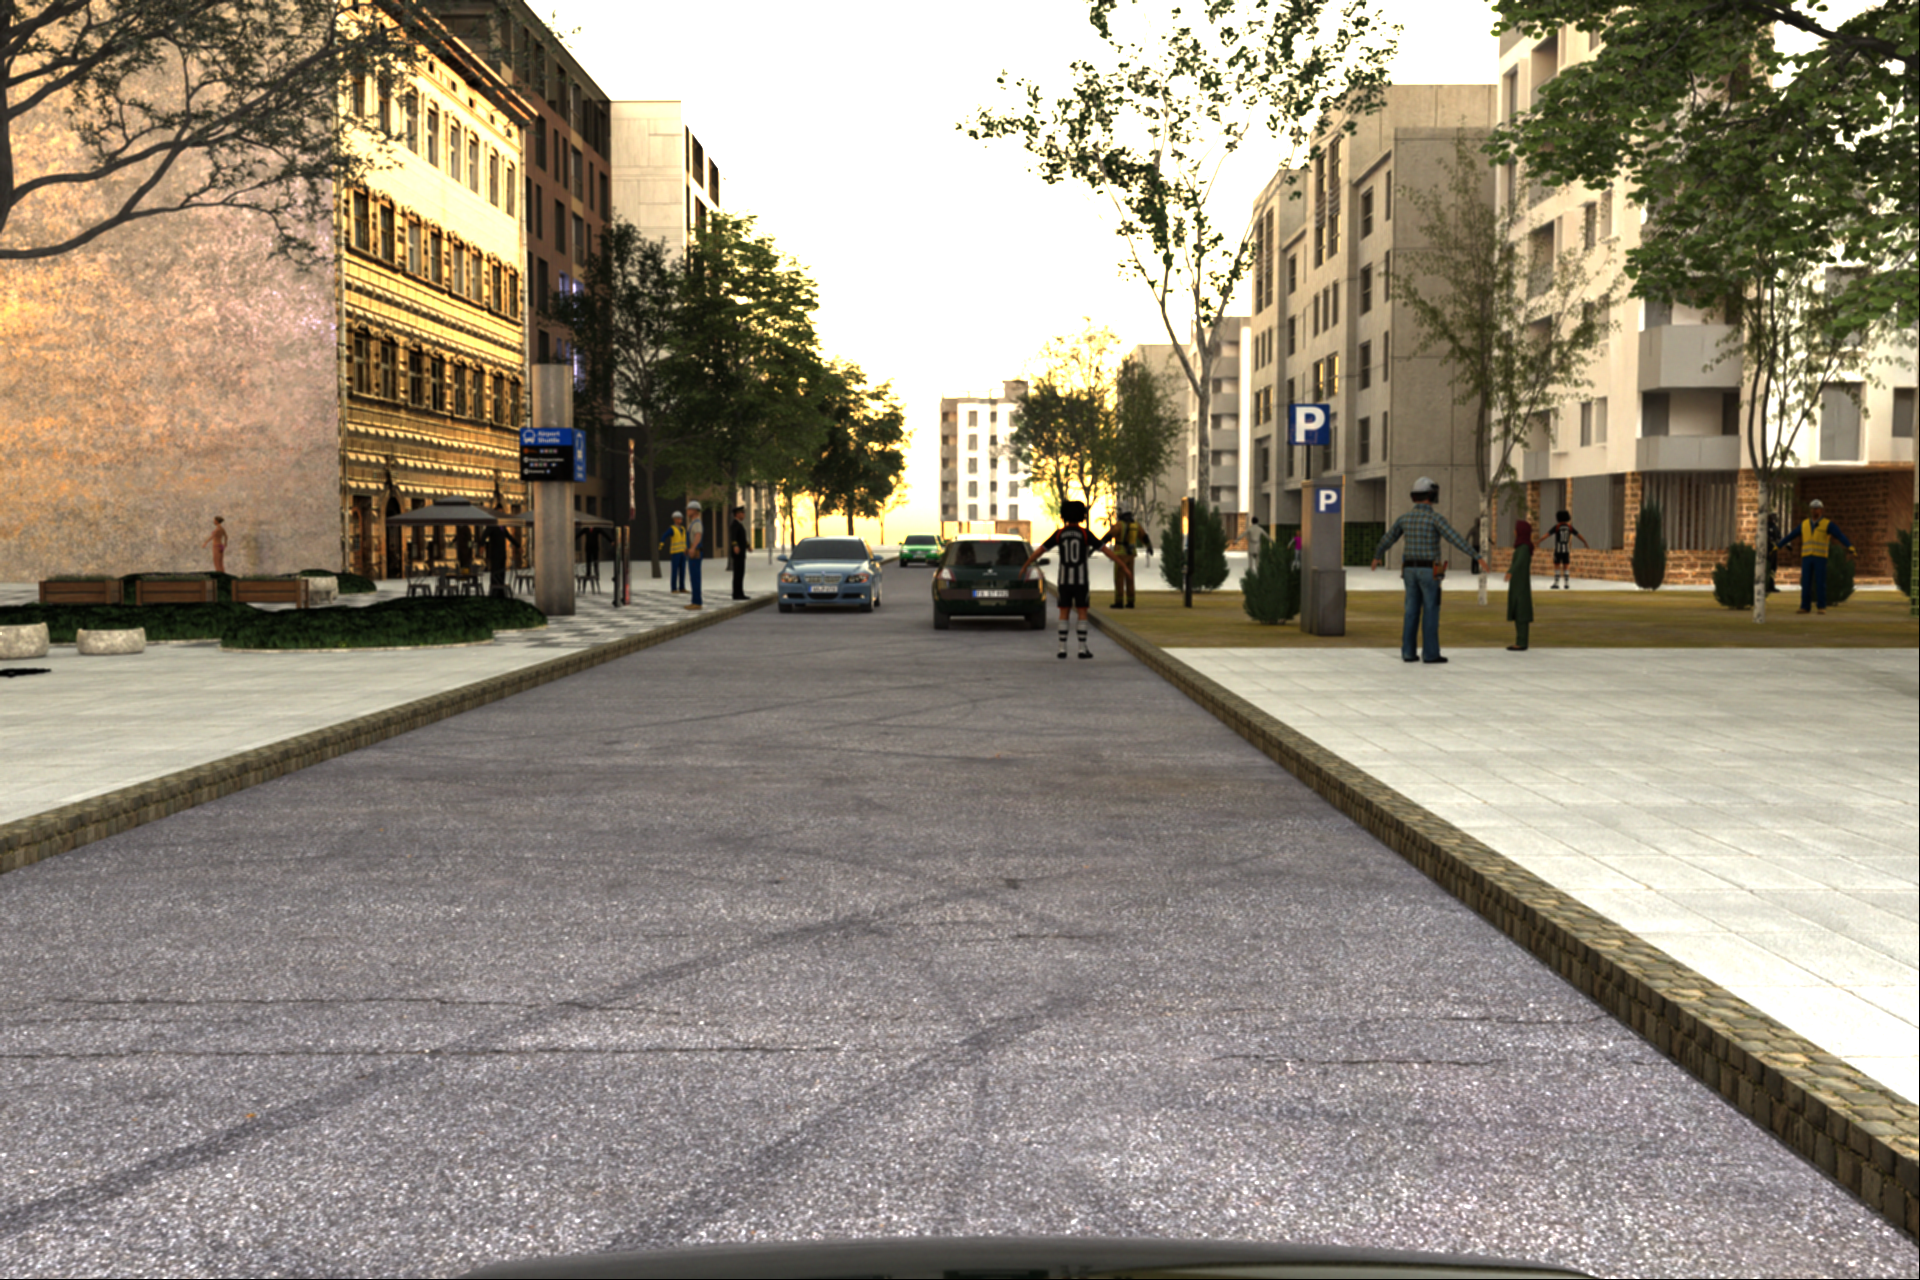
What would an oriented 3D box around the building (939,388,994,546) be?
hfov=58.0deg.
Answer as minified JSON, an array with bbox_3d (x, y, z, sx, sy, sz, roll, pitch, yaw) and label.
[{"bbox_3d":[-2.391,-21.910,217.104,11.380,20.090,16.016,0,4,6],"label":"building"}]

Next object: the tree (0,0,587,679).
[{"bbox_3d":[-9.001,-6.411,15.198,12.009,13.543,11.850,0,3,0],"label":"tree"}]

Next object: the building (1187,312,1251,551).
[{"bbox_3d":[24.551,-17.767,146.903,16.016,20.090,11.380,0,4,1],"label":"building"}]

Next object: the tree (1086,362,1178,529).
[{"bbox_3d":[7.414,-7.597,74.570,4.737,8.622,4.395,0,3,0],"label":"tree"}]

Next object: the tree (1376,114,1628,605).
[{"bbox_3d":[9.282,-4.950,31.292,4.360,8.622,3.978,0,3,0],"label":"tree"}]

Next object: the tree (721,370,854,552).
[{"bbox_3d":[-8.929,-9.491,89.585,7.601,10.594,8.767,0,4,0],"label":"tree"}]

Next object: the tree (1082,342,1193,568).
[{"bbox_3d":[7.338,-7.067,65.910,4.360,8.622,3.978,0,3,0],"label":"tree"}]

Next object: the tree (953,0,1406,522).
[{"bbox_3d":[5.986,-12.030,52.575,12.611,20.169,13.585,0,3,0],"label":"tree"}]

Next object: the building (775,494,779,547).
[{"bbox_3d":[-23.230,-14.537,179.829,9.099,9.664,28.070,0,4,0],"label":"building"}]

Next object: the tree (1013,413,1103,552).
[{"bbox_3d":[7.477,-12.084,123.326,9.928,11.665,9.643,0,3,0],"label":"tree"}]

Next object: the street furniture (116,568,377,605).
[{"bbox_3d":[-14.826,-1.175,34.832,5.734,0.657,10.072,-1,4,-16],"label":"street furniture"}]

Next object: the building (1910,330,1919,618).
[{"bbox_3d":[23.067,-8.808,10.475,16.747,18.905,31.486,0,3,0],"label":"building"}]

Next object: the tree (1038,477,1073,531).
[{"bbox_3d":[11.659,-15.910,210.488,4.737,8.622,4.395,0,3,0],"label":"tree"}]

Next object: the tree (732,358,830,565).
[{"bbox_3d":[-8.068,-7.466,72.425,4.360,8.622,3.978,0,3,0],"label":"tree"}]

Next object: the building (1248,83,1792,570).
[{"bbox_3d":[23.721,-12.861,76.727,16.747,18.905,31.486,0,4,1],"label":"building"}]

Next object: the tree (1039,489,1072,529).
[{"bbox_3d":[11.997,-16.288,216.677,4.737,8.622,4.395,0,3,0],"label":"tree"}]

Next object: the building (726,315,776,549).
[{"bbox_3d":[-25.749,-16.982,144.112,16.747,18.905,31.486,0,4,1],"label":"building"}]

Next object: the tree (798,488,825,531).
[{"bbox_3d":[-17.220,-15.890,210.165,4.360,8.622,3.978,0,3,0],"label":"tree"}]

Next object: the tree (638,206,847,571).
[{"bbox_3d":[-7.614,-8.710,60.529,7.486,12.596,7.792,0,3,0],"label":"tree"}]

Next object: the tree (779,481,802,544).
[{"bbox_3d":[-21.316,-16.167,214.697,4.737,8.622,4.395,0,3,0],"label":"tree"}]

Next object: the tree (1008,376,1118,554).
[{"bbox_3d":[6.749,-11.456,113.057,9.928,11.665,9.643,0,3,0],"label":"tree"}]

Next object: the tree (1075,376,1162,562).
[{"bbox_3d":[6.947,-7.947,80.300,4.360,8.622,3.978,0,3,0],"label":"tree"}]

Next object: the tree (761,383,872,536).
[{"bbox_3d":[-8.839,-10.356,103.729,7.601,10.594,8.767,-3,5,-43],"label":"tree"}]

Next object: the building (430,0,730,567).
[{"bbox_3d":[-26.970,-14.436,80.002,27.936,21.610,32.646,0,4,1],"label":"building"}]

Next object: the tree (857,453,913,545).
[{"bbox_3d":[-9.694,-17.527,212.313,9.928,11.665,9.643,0,3,0],"label":"tree"}]

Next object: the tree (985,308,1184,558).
[{"bbox_3d":[6.966,-11.197,93.442,12.009,13.543,11.850,0,3,0],"label":"tree"}]

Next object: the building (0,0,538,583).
[{"bbox_3d":[-25.066,-13.618,53.583,19.493,23.208,18.063,0,4,1],"label":"building"}]

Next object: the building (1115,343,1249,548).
[{"bbox_3d":[24.842,-18.511,169.109,16.747,18.905,31.486,0,4,1],"label":"building"}]

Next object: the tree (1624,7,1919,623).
[{"bbox_3d":[11.305,-4.552,24.795,4.360,8.622,3.978,0,3,0],"label":"tree"}]

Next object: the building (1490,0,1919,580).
[{"bbox_3d":[22.895,-12.207,56.000,16.016,20.090,11.380,0,4,1],"label":"building"}]

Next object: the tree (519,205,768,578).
[{"bbox_3d":[-9.161,-7.073,50.052,7.601,10.594,8.767,-1,4,-11],"label":"tree"}]

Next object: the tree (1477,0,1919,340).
[{"bbox_3d":[7.352,-5.731,11.835,7.486,12.596,7.792,0,3,0],"label":"tree"}]

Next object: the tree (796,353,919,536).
[{"bbox_3d":[-7.646,-13.120,121.170,9.857,13.997,8.962,0,3,0],"label":"tree"}]

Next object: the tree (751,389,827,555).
[{"bbox_3d":[-8.386,-8.022,81.517,4.360,8.622,3.978,0,3,0],"label":"tree"}]

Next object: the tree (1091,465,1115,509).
[{"bbox_3d":[20.148,-17.785,216.536,9.928,11.665,9.643,0,3,0],"label":"tree"}]
